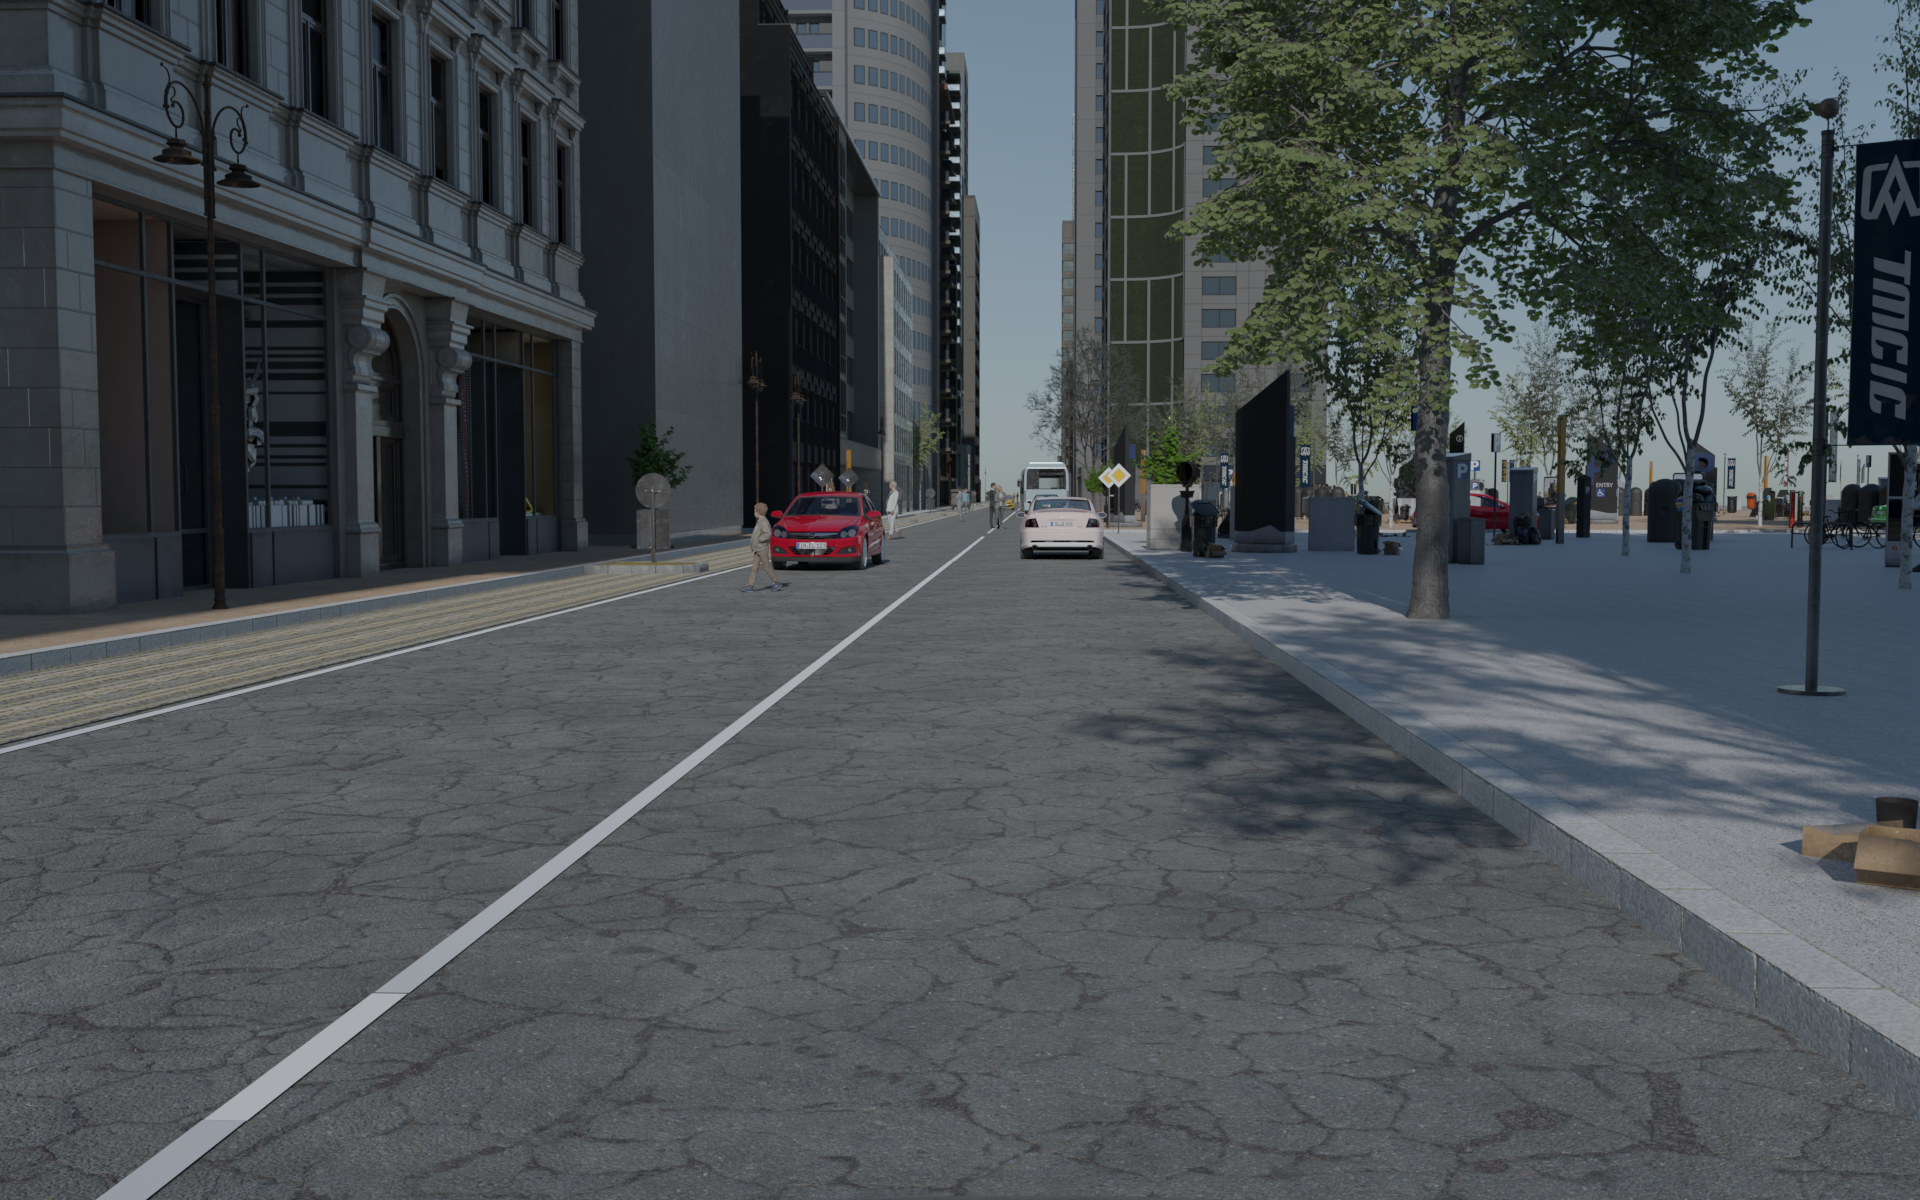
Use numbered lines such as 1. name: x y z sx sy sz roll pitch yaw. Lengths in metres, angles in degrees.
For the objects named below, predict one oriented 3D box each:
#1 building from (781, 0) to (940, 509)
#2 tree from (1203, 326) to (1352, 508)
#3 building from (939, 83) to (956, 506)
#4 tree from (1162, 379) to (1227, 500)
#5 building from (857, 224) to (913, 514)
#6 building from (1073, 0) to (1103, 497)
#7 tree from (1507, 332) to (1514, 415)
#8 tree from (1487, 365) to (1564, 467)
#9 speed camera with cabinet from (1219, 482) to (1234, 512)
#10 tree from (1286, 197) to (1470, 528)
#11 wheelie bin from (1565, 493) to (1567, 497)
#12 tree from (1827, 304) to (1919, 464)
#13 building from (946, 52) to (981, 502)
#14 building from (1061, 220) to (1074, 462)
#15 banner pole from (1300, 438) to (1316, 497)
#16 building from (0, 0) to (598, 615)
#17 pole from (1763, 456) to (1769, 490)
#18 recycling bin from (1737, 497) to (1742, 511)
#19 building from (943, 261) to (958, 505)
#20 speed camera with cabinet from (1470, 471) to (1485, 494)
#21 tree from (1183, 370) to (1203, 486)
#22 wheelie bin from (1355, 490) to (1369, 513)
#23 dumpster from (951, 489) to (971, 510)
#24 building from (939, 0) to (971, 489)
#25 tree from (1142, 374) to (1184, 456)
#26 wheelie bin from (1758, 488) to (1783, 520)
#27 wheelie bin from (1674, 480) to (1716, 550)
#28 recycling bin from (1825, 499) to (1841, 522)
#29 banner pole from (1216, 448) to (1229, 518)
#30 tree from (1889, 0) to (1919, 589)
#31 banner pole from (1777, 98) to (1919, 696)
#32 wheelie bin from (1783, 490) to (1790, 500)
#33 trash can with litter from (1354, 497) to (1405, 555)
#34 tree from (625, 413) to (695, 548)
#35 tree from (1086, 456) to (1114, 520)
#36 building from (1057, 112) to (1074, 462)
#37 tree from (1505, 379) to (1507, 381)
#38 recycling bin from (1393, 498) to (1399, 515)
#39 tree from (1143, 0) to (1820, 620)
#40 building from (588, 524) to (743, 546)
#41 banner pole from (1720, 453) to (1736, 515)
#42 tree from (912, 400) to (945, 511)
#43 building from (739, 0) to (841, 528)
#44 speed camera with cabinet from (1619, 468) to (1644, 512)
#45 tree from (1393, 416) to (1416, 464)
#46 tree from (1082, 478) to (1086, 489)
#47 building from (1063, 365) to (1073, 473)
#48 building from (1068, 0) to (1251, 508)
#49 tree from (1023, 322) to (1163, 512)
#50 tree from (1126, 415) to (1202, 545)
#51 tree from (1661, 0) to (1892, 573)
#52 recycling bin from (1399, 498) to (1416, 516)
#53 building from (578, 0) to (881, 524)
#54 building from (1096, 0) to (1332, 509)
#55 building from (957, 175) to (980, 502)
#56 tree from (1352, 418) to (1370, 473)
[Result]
1. building: -13.101 -37.402 153.527 21.231 58.520 28.212 0 4 3
2. tree: 13.376 -7.511 73.161 4.360 8.622 3.978 0 3 0
3. building: -11.808 -32.280 182.404 22.147 44.769 28.867 0 4 3
4. tree: 15.120 -9.799 110.571 4.737 8.622 4.395 0 3 0
5. building: -9.071 -16.192 119.490 10.420 20.320 16.860 0 4 3
6. building: 22.304 -38.978 179.291 21.231 58.520 28.212 0 4 3
7. tree: 13.997 -5.245 36.110 4.360 8.622 3.978 0 3 0
8. tree: 32.434 -9.124 99.539 4.737 8.622 4.395 0 3 0
9. speed camera with cabinet: 19.562 -7.982 124.845 0.660 3.252 2.038 -2 4 -32
10. tree: 9.773 -5.606 42.016 4.737 8.622 4.395 0 3 0
11. wheelie bin: 44.484 -7.367 128.356 0.980 1.594 0.693 0 4 -1
12. tree: 28.639 -6.244 52.459 4.737 8.622 4.395 0 3 0
13. building: -6.845 -51.864 286.223 20.563 71.187 20.611 0 4 3
14. building: 22.230 -35.244 259.841 14.154 41.232 14.086 0 4 3
15. banner pole: 15.536 -5.331 77.173 0.863 3.779 0.401 0 4 2
16. building: -13.807 -10.300 19.313 10.553 20.767 40.483 0 4 3
17. pole: 42.787 -6.002 91.975 0.158 3.312 0.155 0 3 0
18. recycling bin: 59.477 -7.348 132.694 0.722 1.027 0.722 1 4 23
19. building: -7.588 -26.448 204.119 14.160 30.474 14.107 0 4 3
20. speed camera with cabinet: 30.435 -6.686 103.647 2.038 3.252 0.660 -2 4 -26
21. tree: 14.930 -8.902 95.917 4.360 8.622 3.978 0 3 0
22. wheelie bin: 20.947 -5.034 90.221 0.693 1.594 0.980 0 4 6
23. dumpster: 0.090 -9.033 155.901 1.865 1.857 1.264 0 4 5
24. building: -9.413 -56.596 238.023 22.319 86.520 31.000 0 4 3
25. tree: 13.005 -9.325 102.827 4.360 8.622 3.978 0 3 0
26. wheelie bin: 39.554 -4.704 84.812 0.693 1.594 0.980 0 4 -1
27. wheelie bin: 16.990 -1.961 39.973 0.980 1.594 0.693 -2 4 -28
28. recycling bin: 40.712 -4.160 80.571 0.722 1.027 0.722 2 4 32
29. banner pole: 14.081 -6.320 93.341 0.863 3.779 0.401 1 4 14
30. tree: 12.839 -4.474 23.521 4.360 8.622 3.978 0 3 0
31. banner pole: 5.685 -1.279 10.935 0.863 3.779 0.401 2 4 34
32. wheelie bin: 57.448 -6.908 120.847 0.693 1.594 0.980 -2 4 -30
33. trash can with litter: 8.902 -1.551 36.744 1.055 1.170 0.624 2 4 28
34. tree: -7.349 -2.847 41.155 1.663 3.219 1.824 0 3 0
35. tree: 7.657 -5.666 87.241 1.663 3.219 1.824 0 3 0
36. building: 27.229 -59.233 281.132 22.319 86.520 31.000 0 4 3
37. tree: 23.914 -7.310 69.879 4.360 8.622 3.978 0 3 0
38. recycling bin: 26.162 -5.525 102.885 0.722 1.027 0.722 0 4 2
39. tree: 5.196 -6.095 17.786 7.486 12.596 7.792 0 3 0
40. building: -22.058 -14.109 49.753 30.058 24.678 14.314 0 4 3
41. banner pole: 47.021 -7.094 105.998 0.863 3.779 0.401 3 4 37
42. tree: -3.340 -11.245 134.224 4.737 8.622 4.395 0 3 0
43. building: -12.055 -14.838 72.281 12.332 23.373 15.834 0 4 3
44. speed camera with cabinet: 48.594 -8.032 125.652 2.038 3.252 0.660 1 4 20
45. tree: 35.721 -11.285 134.878 4.360 8.622 3.978 0 3 0
46. tree: 8.607 -6.735 104.719 1.663 3.219 1.824 0 3 0
47. building: 28.328 -24.077 238.693 27.650 21.520 28.899 0 4 3
48. building: 22.102 -46.792 203.304 20.563 71.187 20.611 0 4 3
49. tree: 9.521 -13.111 124.727 12.009 13.543 11.850 0 3 0
50. tree: 5.164 -2.918 42.307 1.663 3.219 1.824 0 3 0
51. tree: 11.799 -4.760 28.191 4.360 8.622 3.978 0 3 0
52. recycling bin: 26.070 -5.360 100.193 0.722 1.027 0.722 -3 5 -40
53. building: -12.750 -16.932 95.909 14.314 24.678 30.058 0 4 3
54. building: 21.116 -43.811 154.567 20.563 71.187 20.611 0 4 3
55. building: -7.953 -39.277 265.877 21.300 48.544 21.600 0 4 3
56. tree: 26.825 -10.496 121.972 4.360 8.622 3.978 0 3 0
